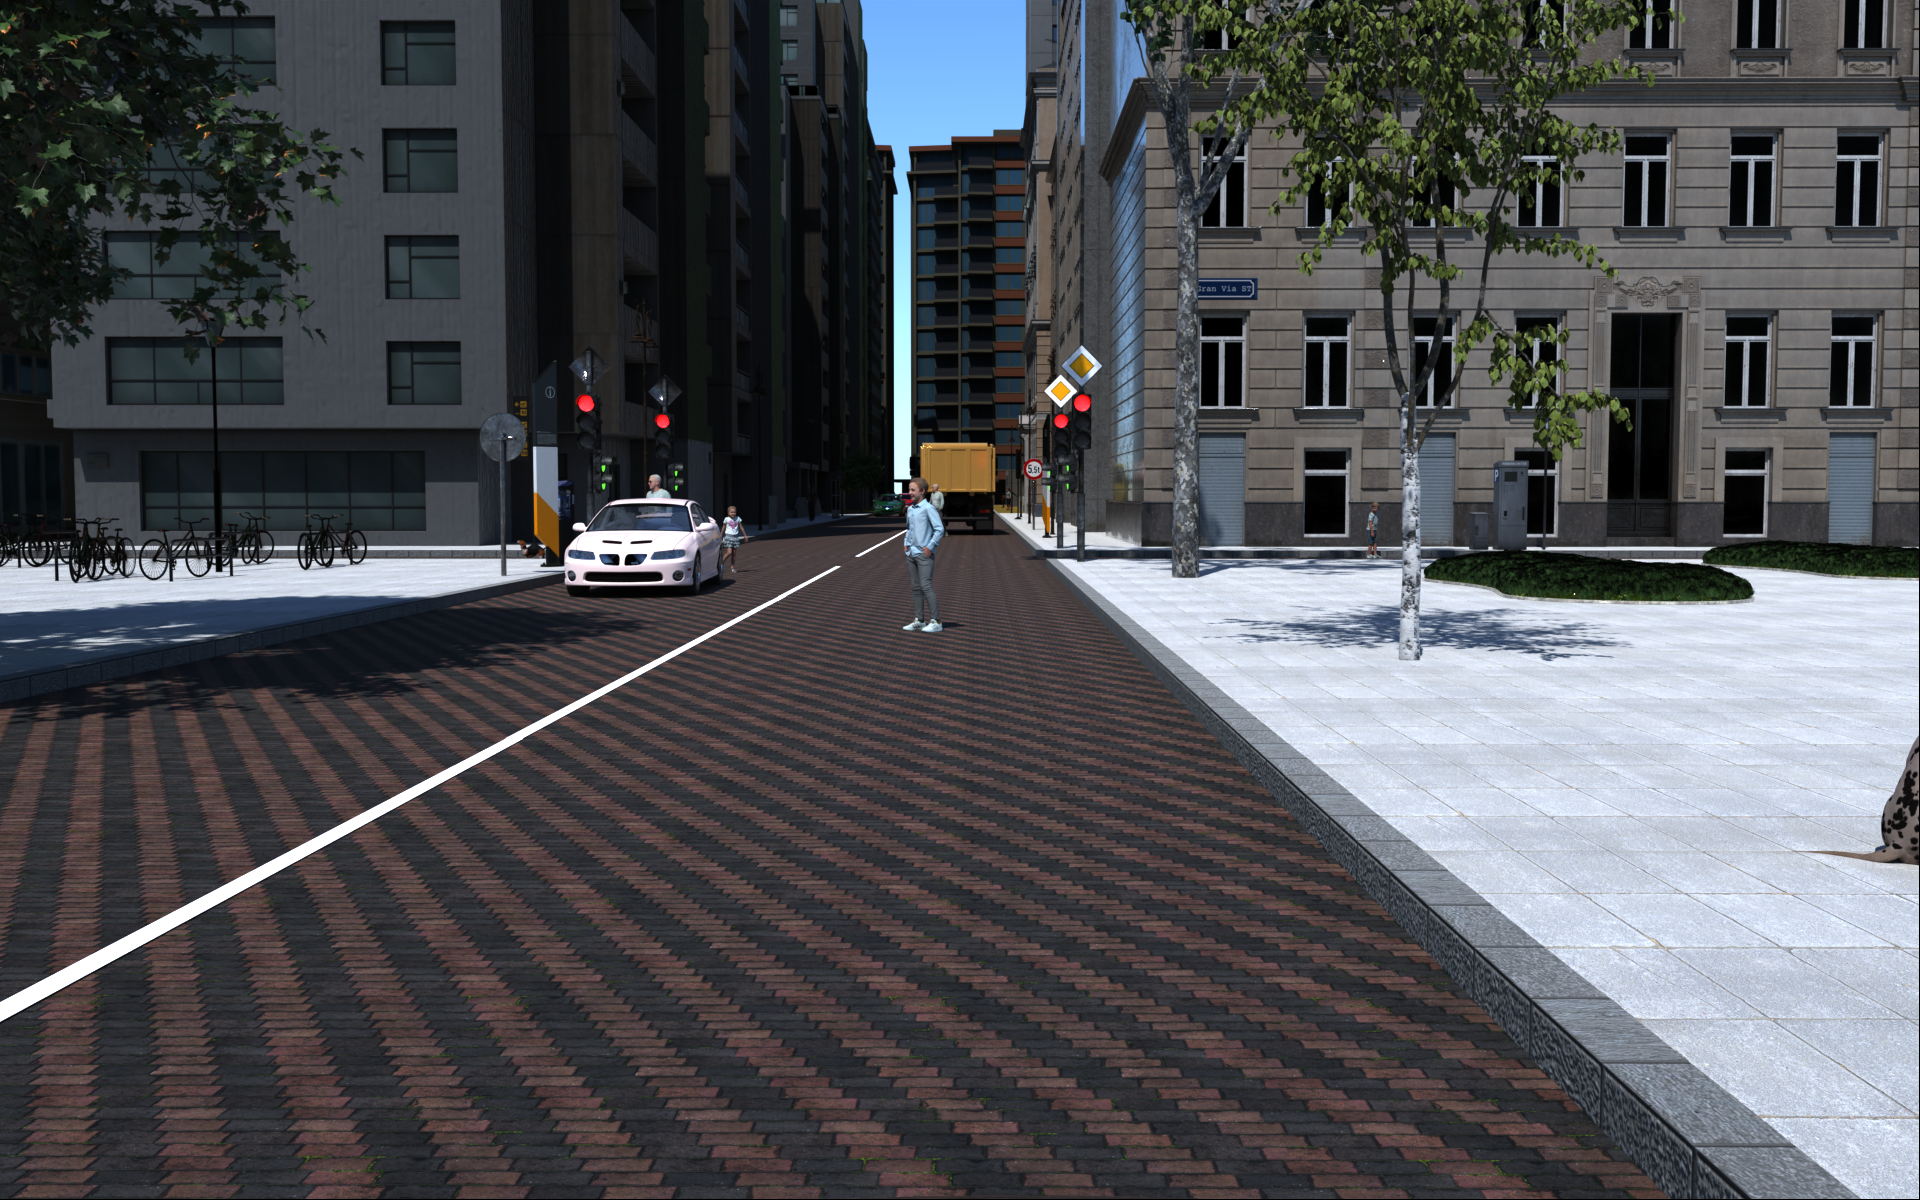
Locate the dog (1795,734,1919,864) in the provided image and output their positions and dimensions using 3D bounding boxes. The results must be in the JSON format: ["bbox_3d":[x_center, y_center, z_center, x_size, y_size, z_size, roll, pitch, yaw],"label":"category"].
[{"bbox_3d":[3.377,0.505,6.127,0.800,0.831,0.513,1,4,13],"label":"dog"}]

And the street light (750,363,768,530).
[{"bbox_3d":[-7.065,-5.402,61.104,0.468,5.910,1.993,0,4,0],"label":"street light"}]

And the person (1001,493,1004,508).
[{"bbox_3d":[4.055,-9.420,163.327,0.557,1.426,1.065,1,4,17],"label":"person"}]

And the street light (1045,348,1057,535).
[{"bbox_3d":[2.932,-5.012,54.732,0.468,5.910,1.993,0,4,0],"label":"street light"}]

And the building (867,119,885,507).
[{"bbox_3d":[-19.868,-29.555,175.105,23.993,40.220,32.217,0,4,0],"label":"building"}]

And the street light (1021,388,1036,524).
[{"bbox_3d":[3.024,-6.263,75.190,0.468,5.910,1.993,0,4,0],"label":"street light"}]

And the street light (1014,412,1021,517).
[{"bbox_3d":[3.360,-7.494,95.316,0.468,5.910,1.993,0,4,0],"label":"street light"}]

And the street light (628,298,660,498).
[{"bbox_3d":[-7.455,-4.174,41.034,0.468,5.910,1.993,0,4,0],"label":"street light"}]

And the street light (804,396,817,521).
[{"bbox_3d":[-7.036,-6.668,81.816,0.468,5.910,1.993,0,4,0],"label":"street light"}]

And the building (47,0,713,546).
[{"bbox_3d":[-14.984,-16.886,47.792,14.160,30.474,14.107,0,4,0],"label":"building"}]

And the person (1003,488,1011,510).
[{"bbox_3d":[3.740,-7.961,136.988,0.721,1.735,1.217,-2,4,-24],"label":"person"}]

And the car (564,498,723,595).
[{"bbox_3d":[-4.672,-0.838,26.068,2.083,1.381,4.827,0,4,-1],"label":"car"}]

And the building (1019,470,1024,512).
[{"bbox_3d":[20.672,-26.720,128.750,32.217,40.220,23.993,0,4,0],"label":"building"}]

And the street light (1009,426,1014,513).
[{"bbox_3d":[3.446,-8.729,115.511,0.468,5.910,1.993,0,4,0],"label":"street light"}]

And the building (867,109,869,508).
[{"bbox_3d":[-15.465,-28.608,151.329,14.154,41.232,14.086,0,4,0],"label":"building"}]

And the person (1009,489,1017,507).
[{"bbox_3d":[5.012,-10.056,170.487,1.348,1.821,0.705,-1,4,-9],"label":"person"}]

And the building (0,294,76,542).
[{"bbox_3d":[-36.034,-26.187,51.857,21.600,48.544,21.300,0,4,0],"label":"building"}]

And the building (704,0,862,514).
[{"bbox_3d":[-15.120,-27.744,137.201,14.154,41.232,14.086,0,4,0],"label":"building"}]

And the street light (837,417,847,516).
[{"bbox_3d":[-6.950,-7.904,102.025,0.468,5.910,1.993,0,4,0],"label":"street light"}]

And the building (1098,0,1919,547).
[{"bbox_3d":[16.572,-15.261,46.781,25.104,27.353,12.463,0,4,0],"label":"building"}]

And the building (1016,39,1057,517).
[{"bbox_3d":[10.499,-19.558,105.684,13.634,28.700,20.117,0,4,0],"label":"building"}]

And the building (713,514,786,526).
[{"bbox_3d":[-14.867,-23.604,69.518,14.154,41.232,14.086,0,4,0],"label":"building"}]

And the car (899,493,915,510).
[{"bbox_3d":[-4.238,-7.737,135.535,2.155,1.783,4.494,0,4,0],"label":"car"}]

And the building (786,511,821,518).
[{"bbox_3d":[-24.613,-24.792,97.237,32.217,40.220,23.993,0,4,0],"label":"building"}]

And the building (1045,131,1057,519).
[{"bbox_3d":[9.513,-14.533,86.771,9.793,20.994,18.267,0,4,0],"label":"building"}]

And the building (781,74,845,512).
[{"bbox_3d":[-15.732,-21.484,122.960,14.160,30.474,14.107,0,4,0],"label":"building"}]

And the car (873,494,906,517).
[{"bbox_3d":[-4.469,-6.029,110.374,2.131,1.459,4.920,0,4,1],"label":"car"}]

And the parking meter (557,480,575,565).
[{"bbox_3d":[-7.150,-1.398,31.267,0.372,1.533,0.369,0,3,0],"label":"parking meter"}]

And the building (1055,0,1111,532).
[{"bbox_3d":[10.212,-15.239,67.175,12.078,24.808,19.932,0,4,0],"label":"building"}]

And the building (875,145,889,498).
[{"bbox_3d":[-22.285,-34.008,210.662,28.867,44.769,22.147,0,4,0],"label":"building"}]

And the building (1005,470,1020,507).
[{"bbox_3d":[15.174,-45.323,179.290,20.563,71.187,20.611,0,4,0],"label":"building"}]

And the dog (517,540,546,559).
[{"bbox_3d":[-8.561,-0.947,34.776,0.406,0.507,0.540,3,5,43],"label":"dog"}]

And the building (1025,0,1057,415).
[{"bbox_3d":[16.350,-37.481,154.805,21.231,58.520,28.212,0,4,0],"label":"building"}]

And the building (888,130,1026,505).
[{"bbox_3d":[6.587,-34.028,210.987,28.867,44.769,22.147,0,4,0],"label":"building"}]
